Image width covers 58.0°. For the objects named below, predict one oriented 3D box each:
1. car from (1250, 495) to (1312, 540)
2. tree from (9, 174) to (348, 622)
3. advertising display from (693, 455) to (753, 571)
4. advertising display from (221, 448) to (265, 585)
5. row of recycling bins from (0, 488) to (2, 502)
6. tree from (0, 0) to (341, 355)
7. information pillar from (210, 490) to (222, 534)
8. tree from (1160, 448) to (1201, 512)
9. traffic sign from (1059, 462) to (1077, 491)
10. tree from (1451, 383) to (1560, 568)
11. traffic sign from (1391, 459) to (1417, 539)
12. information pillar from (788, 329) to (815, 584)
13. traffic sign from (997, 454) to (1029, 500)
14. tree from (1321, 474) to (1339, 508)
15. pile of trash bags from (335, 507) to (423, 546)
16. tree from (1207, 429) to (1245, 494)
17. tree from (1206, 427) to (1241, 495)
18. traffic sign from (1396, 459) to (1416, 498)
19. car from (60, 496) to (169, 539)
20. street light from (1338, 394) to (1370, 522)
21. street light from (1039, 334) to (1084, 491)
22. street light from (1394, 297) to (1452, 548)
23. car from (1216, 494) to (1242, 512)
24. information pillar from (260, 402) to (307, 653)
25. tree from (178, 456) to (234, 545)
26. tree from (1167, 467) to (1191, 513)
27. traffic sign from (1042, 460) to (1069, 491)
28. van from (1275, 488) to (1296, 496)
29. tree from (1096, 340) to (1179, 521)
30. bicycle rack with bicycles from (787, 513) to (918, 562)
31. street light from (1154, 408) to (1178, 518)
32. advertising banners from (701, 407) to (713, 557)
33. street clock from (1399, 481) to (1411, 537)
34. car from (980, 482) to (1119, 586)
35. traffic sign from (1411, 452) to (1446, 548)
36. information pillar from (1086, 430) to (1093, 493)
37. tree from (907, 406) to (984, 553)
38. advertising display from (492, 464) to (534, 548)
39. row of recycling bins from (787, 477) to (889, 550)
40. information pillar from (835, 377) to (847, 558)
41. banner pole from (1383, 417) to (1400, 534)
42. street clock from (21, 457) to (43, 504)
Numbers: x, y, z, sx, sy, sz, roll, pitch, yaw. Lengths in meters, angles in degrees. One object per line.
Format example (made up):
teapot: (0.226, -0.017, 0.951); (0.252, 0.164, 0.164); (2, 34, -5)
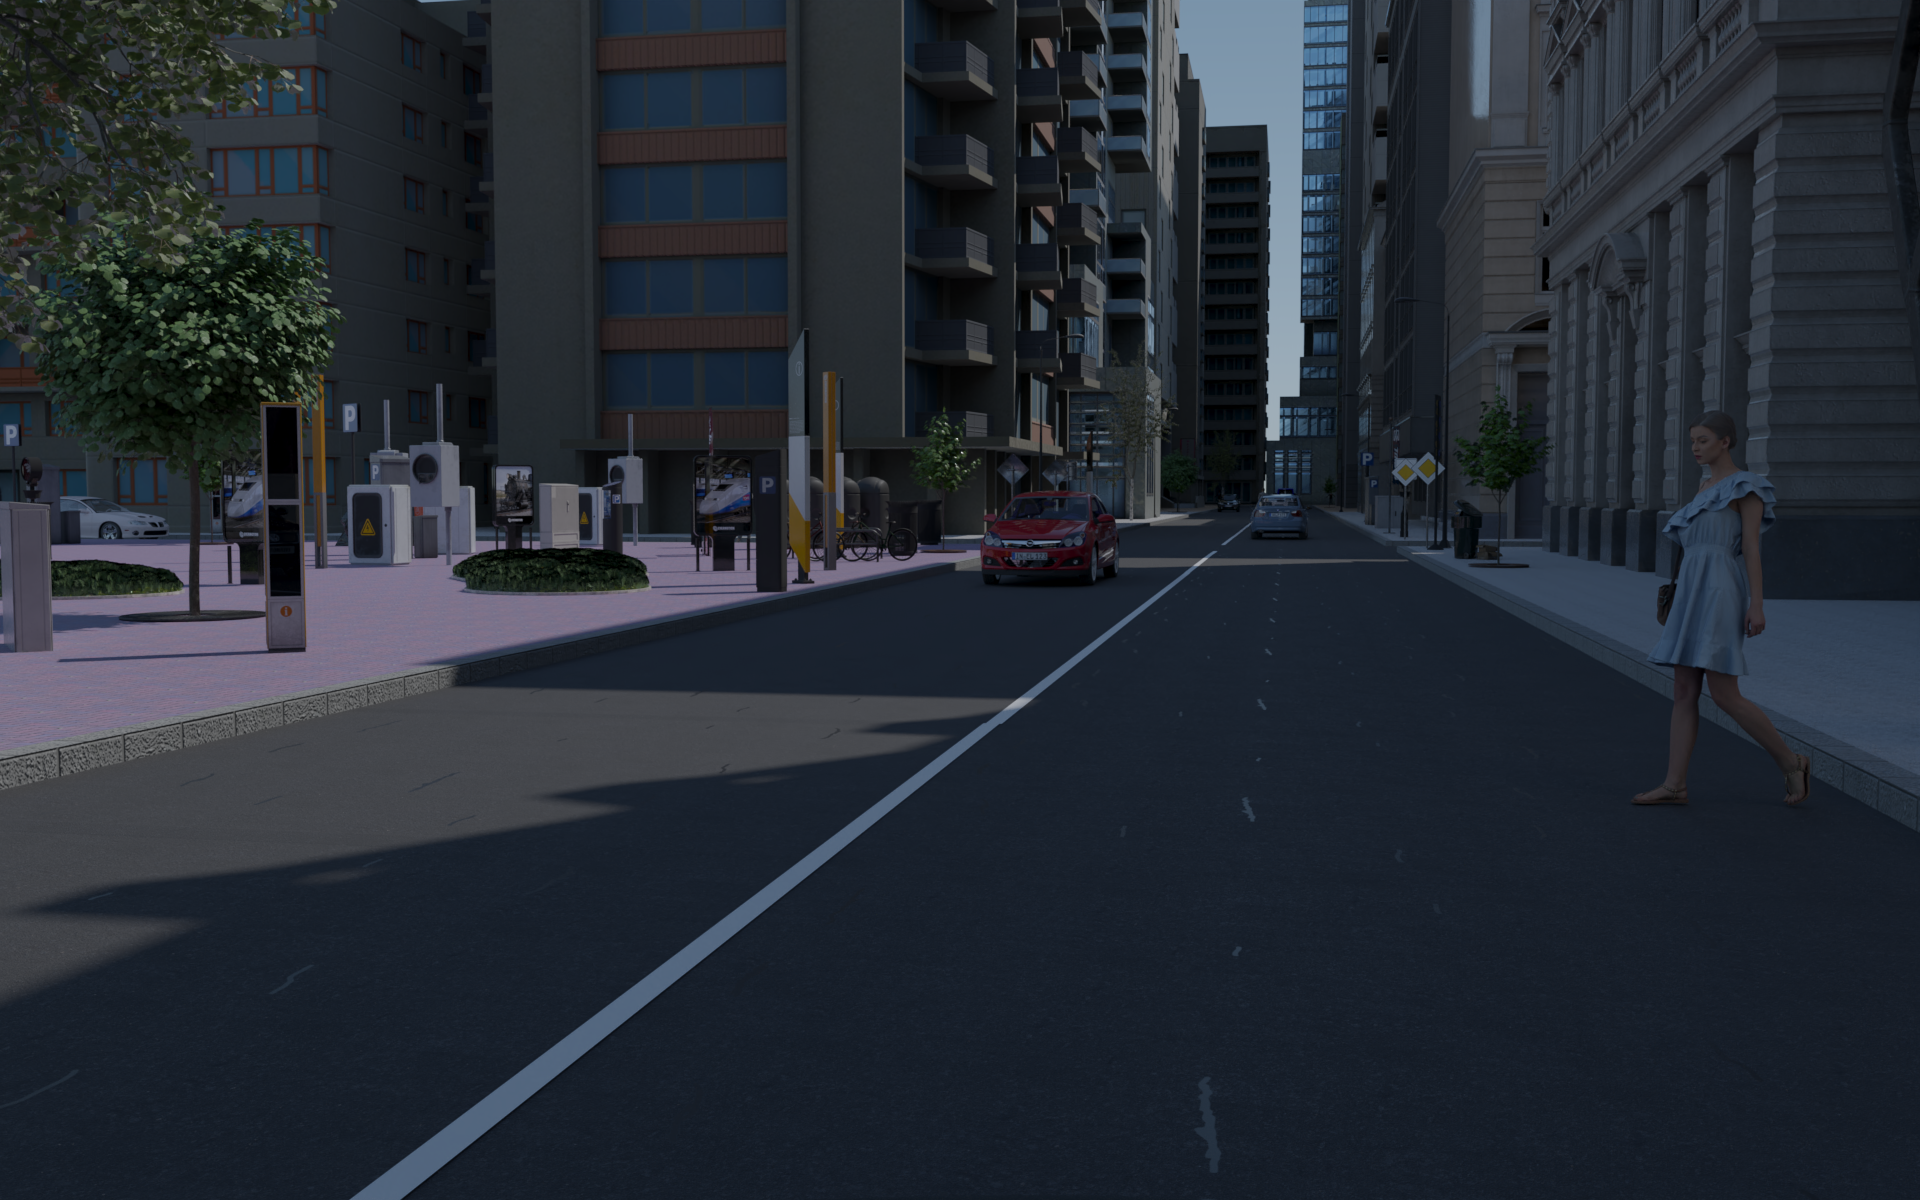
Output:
car: (10.343, -2.688, 55.949); (2.014, 1.417, 4.499); (1, 4, 12)
tree: (-7.977, -2.085, 17.801); (4.285, 4.588, 4.351); (0, 3, 0)
advertising display: (-3.950, -1.447, 28.874); (0.974, 1.923, 0.123); (-1, 4, -17)
advertising display: (-10.047, -1.182, 24.532); (0.974, 1.923, 0.123); (2, 4, 24)
row of recycling bins: (-26.356, -2.267, 44.181); (3.534, 1.692, 1.069); (-1, 4, -12)
tree: (-7.170, -5.550, 8.862); (7.486, 12.596, 7.792); (0, 3, 0)
information pillar: (-24.168, -3.164, 56.226); (0.304, 2.012, 0.304); (-2, 4, -34)
tree: (15.438, -8.543, 123.385); (4.285, 4.588, 4.351); (0, 3, 0)
traffic sign: (3.377, -3.202, 54.474); (0.606, 2.300, 0.079); (1, 4, 17)
tree: (9.367, -2.192, 30.436); (1.663, 3.219, 1.824); (0, 3, 0)
traffic sign: (12.557, -2.765, 48.851); (0.795, 2.450, 0.064); (1, 4, 11)
information pillar: (-2.297, -2.047, 24.820); (0.183, 3.616, 0.504); (-2, 4, -34)
traffic sign: (1.302, -2.399, 42.871); (0.795, 2.450, 0.064); (1, 4, 11)
tree: (34.681, -10.304, 163.079); (1.663, 3.219, 1.824); (0, 3, 0)
pile of trash bags: (-13.815, -2.001, 42.476); (3.447, 1.369, 1.912); (3, 5, 44)
tree: (30.289, -15.117, 197.516); (4.360, 8.622, 3.978); (0, 3, 0)
tree: (28.948, -14.723, 191.075); (4.737, 8.622, 4.395); (0, 3, 0)
traffic sign: (12.830, -2.921, 49.884); (0.606, 2.300, 0.079); (1, 4, 11)
car: (-25.853, -2.380, 51.274); (4.827, 1.381, 2.083); (1, 4, 11)
street light: (18.327, -6.577, 80.068); (1.470, 5.913, 1.316); (1, 4, 11)
street light: (2.896, -4.769, 50.514); (1.470, 5.913, 1.316); (1, 4, 11)
street light: (10.955, -4.186, 40.978); (1.470, 5.913, 1.316); (1, 4, 11)
car: (21.539, -7.884, 138.688); (2.009, 1.686, 4.222); (1, 4, 10)
information pillar: (-5.498, -0.586, 14.076); (0.304, 2.012, 0.304); (-2, 4, -23)
tree: (-18.879, -3.016, 43.906); (1.663, 3.219, 1.824); (0, 3, 0)
tree: (15.350, -7.692, 120.362); (1.663, 3.219, 1.824); (0, 3, 0)
traffic sign: (2.790, -2.879, 50.717); (0.795, 2.450, 0.064); (1, 4, 11)
van: (35.221, -11.199, 187.489); (2.240, 2.365, 5.245); (1, 4, 10)
tree: (8.391, -8.152, 83.650); (4.360, 8.622, 3.978); (0, 3, 0)
bicycle rack with bicycles: (-2.270, -1.218, 33.299); (2.925, 0.926, 2.852); (0, 4, 1)
street light: (11.046, -7.399, 93.518); (1.470, 5.913, 1.316); (1, 4, 11)
advertising banners: (-5.248, -2.429, 35.903); (0.090, 3.025, 2.074); (-1, 4, -14)
street clock: (13.207, -2.867, 51.443); (0.358, 2.002, 0.471); (0, 4, -8)
car: (1.537, -1.197, 28.609); (2.155, 1.783, 4.494); (1, 4, 12)
traffic sign: (11.069, -2.285, 41.005); (0.795, 2.450, 0.064); (1, 4, 11)
information pillar: (4.791, -4.439, 63.938); (0.183, 3.616, 0.504); (-1, 4, -15)
tree: (-0.245, -2.651, 37.951); (1.663, 3.219, 1.824); (0, 3, 0)
advertising display: (-9.796, -2.004, 37.986); (0.123, 1.923, 0.974); (3, 5, 44)
row of recycling bins: (-3.179, -2.077, 41.078); (3.534, 1.692, 1.069); (-3, 4, -38)
information pillar: (-2.542, -2.669, 34.991); (0.504, 3.616, 0.183); (3, 5, 40)
banner pole: (14.044, -4.042, 56.102); (0.401, 3.779, 0.863); (-1, 4, -13)
street clock: (-18.203, -1.800, 34.006); (0.471, 2.002, 0.358); (3, 5, 40)
